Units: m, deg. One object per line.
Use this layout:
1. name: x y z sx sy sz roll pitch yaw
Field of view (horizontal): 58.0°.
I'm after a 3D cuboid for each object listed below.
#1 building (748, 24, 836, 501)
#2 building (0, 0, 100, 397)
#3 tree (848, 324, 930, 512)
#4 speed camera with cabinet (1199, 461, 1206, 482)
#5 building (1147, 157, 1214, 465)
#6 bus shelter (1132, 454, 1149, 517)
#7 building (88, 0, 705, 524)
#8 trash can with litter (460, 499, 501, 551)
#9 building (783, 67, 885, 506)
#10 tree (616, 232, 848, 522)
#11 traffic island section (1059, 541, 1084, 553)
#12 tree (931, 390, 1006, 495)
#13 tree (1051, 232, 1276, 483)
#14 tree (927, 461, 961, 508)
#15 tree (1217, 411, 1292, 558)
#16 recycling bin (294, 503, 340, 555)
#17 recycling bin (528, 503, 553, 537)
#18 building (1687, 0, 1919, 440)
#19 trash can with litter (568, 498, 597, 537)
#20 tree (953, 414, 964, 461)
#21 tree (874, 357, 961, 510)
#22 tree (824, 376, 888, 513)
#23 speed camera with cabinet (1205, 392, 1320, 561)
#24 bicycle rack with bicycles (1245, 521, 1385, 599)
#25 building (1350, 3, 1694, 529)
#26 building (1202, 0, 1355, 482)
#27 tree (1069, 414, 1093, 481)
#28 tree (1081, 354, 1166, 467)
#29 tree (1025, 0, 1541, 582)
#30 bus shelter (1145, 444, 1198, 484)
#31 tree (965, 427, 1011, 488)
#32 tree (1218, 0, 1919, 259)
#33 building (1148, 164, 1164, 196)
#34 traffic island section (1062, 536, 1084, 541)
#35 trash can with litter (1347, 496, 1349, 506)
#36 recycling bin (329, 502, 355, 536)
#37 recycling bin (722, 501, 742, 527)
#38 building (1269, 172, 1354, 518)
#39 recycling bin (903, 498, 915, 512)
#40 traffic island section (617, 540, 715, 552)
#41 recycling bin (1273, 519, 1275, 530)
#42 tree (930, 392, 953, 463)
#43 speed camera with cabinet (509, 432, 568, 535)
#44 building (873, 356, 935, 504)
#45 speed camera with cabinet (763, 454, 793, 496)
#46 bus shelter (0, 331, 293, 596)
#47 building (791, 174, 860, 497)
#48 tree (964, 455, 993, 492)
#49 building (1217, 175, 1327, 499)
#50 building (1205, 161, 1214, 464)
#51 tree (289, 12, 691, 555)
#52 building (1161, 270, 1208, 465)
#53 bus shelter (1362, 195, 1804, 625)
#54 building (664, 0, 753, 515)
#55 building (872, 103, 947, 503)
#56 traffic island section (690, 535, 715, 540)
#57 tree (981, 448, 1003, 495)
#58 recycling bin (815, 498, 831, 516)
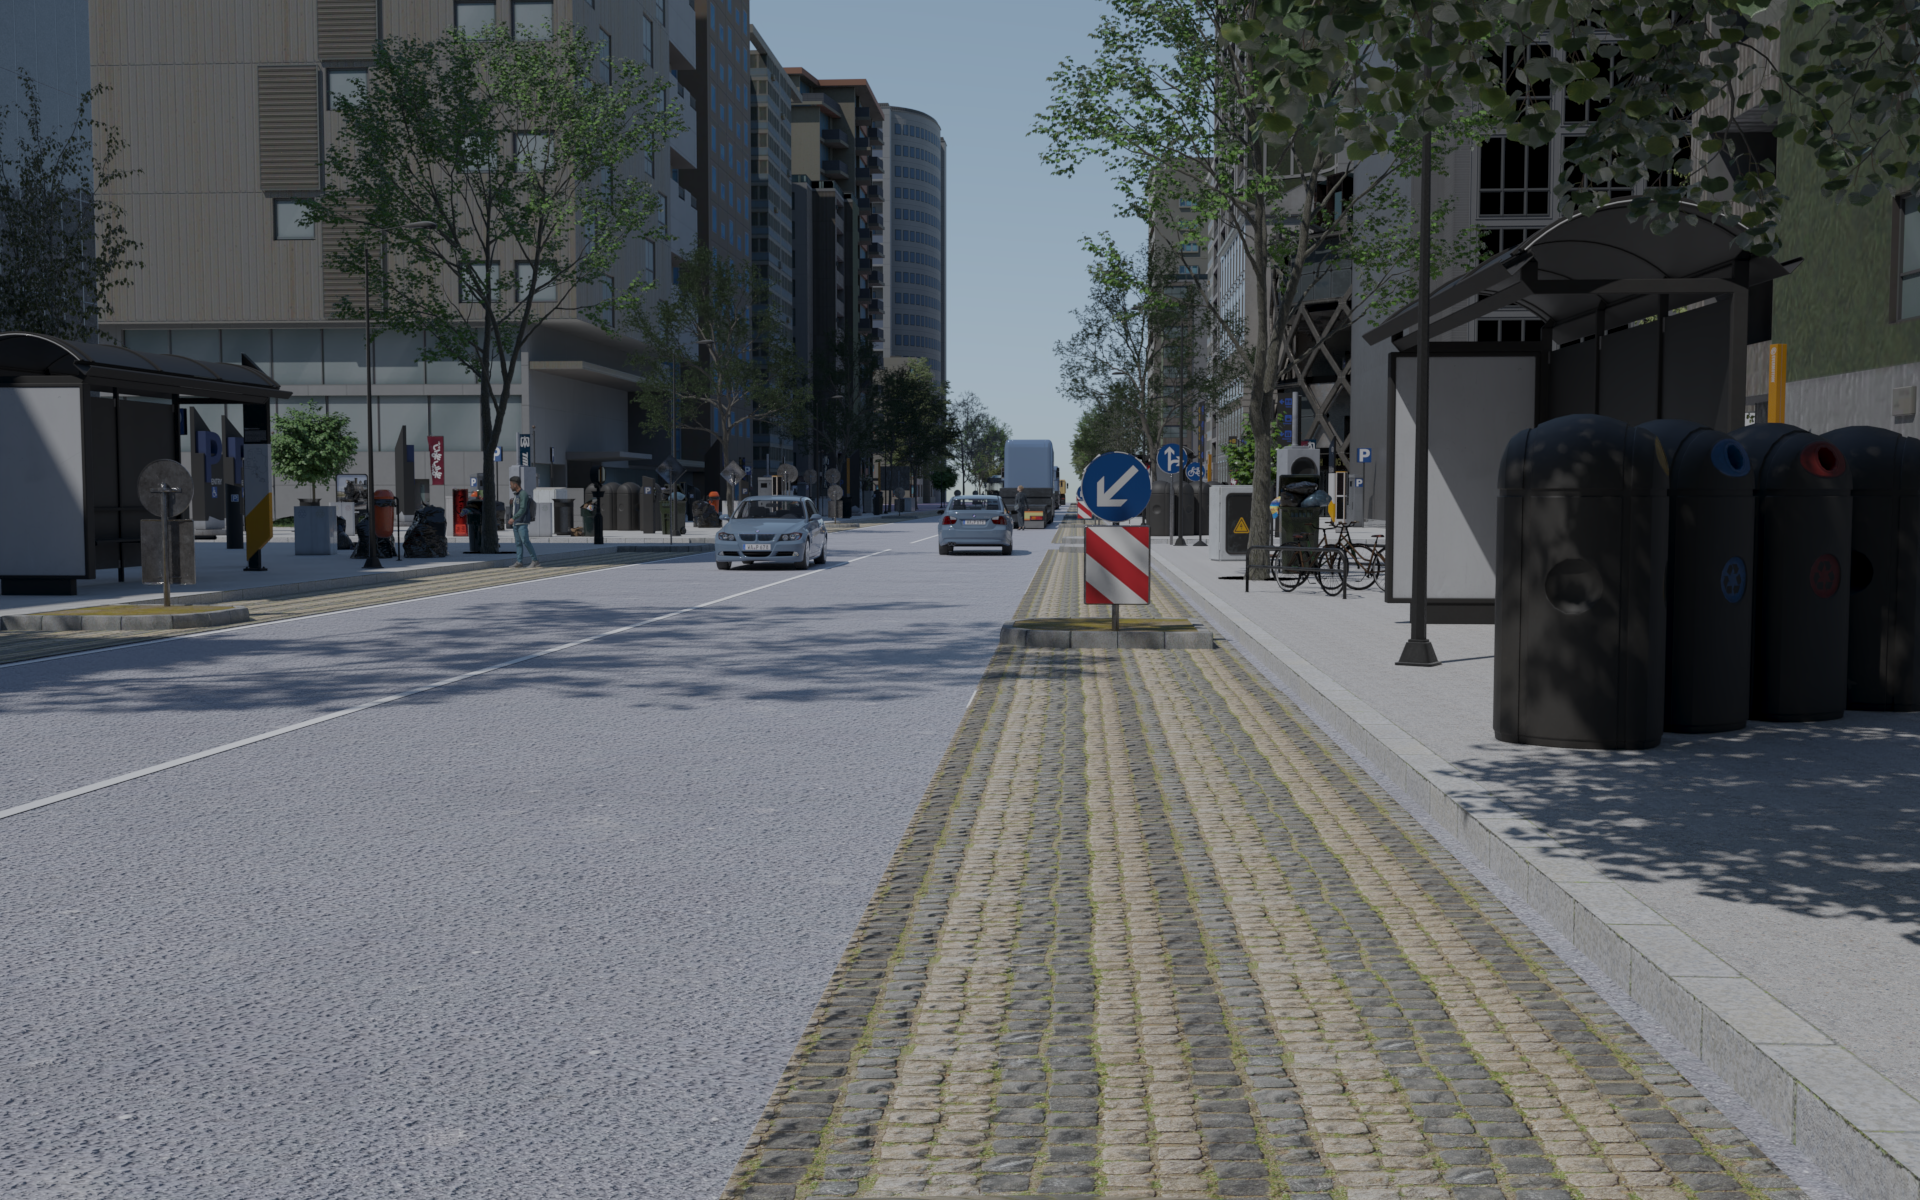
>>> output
1. building: -26.698 -27.405 139.960 32.217 40.220 23.993 0 4 4
2. building: -28.369 -12.995 30.491 19.932 24.808 12.078 0 4 4
3. tree: -6.609 -9.694 92.910 8.767 10.594 7.601 -1 4 -9
4. speed camera with cabinet: 15.517 -6.781 105.209 2.038 3.252 0.660 0 4 -8
5. building: 37.636 -37.976 244.611 21.300 48.544 21.600 0 4 4
6. bus shelter: 10.120 -6.714 101.061 1.731 3.624 6.357 0 4 4
7. building: -28.655 -30.363 85.670 28.713 52.752 27.495 0 4 4
8. trash can with litter: -10.746 -1.682 38.885 0.624 1.170 1.055 0 4 6
9. building: -19.641 -32.178 180.741 22.147 44.769 28.867 0 4 4
10. tree: -8.562 -7.820 62.268 7.601 10.594 8.767 0 4 5
11. traffic island section: 3.481 -1.277 43.152 2.009 0.180 2.903 0 4 4
12. tree: 0.567 -17.858 202.348 12.009 13.543 11.850 0 3 0
13. tree: 7.014 -7.744 61.027 8.767 10.594 7.601 1 4 17
14. tree: -1.571 -11.047 164.328 4.285 4.588 4.351 0 3 0
15. tree: 5.953 -2.485 35.233 1.663 3.219 1.824 0 3 0
16. recycling bin: -13.609 -1.470 36.585 0.722 1.027 0.722 0 4 -7
17. recycling bin: -12.535 -2.392 51.669 0.722 1.027 0.722 -1 4 -12
18. building: 19.097 -15.579 26.423 14.160 30.474 14.107 0 4 4
19. trash can with litter: -11.304 -2.481 51.952 1.055 1.170 0.624 2 4 25
20. tree: -3.304 -12.186 133.658 8.767 10.594 7.601 2 4 29
21. tree: -3.700 -13.754 143.001 7.486 12.596 7.792 0 3 0
22. tree: -6.292 -9.591 107.179 4.360 8.622 3.978 0 3 0
23. speed camera with cabinet: 5.862 -2.385 33.333 2.038 3.252 0.660 -1 4 -12
24. bicycle rack with bicycles: 4.991 -0.559 22.528 2.852 0.926 2.925 -2 4 -31
25. building: 27.622 -16.524 63.674 24.014 27.812 14.314 0 4 4
26. building: 31.768 -43.912 156.213 20.563 71.187 20.611 0 4 4
27. tree: 18.380 -19.648 239.364 7.486 12.596 7.792 0 3 0
28. tree: 8.746 -8.554 90.228 4.360 8.622 3.978 0 3 0
29. tree: 4.516 -6.091 25.351 9.928 11.665 9.643 0 3 0
30. bus shelter: 8.865 -4.835 72.977 2.014 3.302 5.546 0 4 4
31. tree: 5.490 -22.471 284.409 9.611 12.733 9.660 0 3 0
32. tree: 3.664 -5.967 4.224 9.857 13.997 8.962 0 3 0
33. building: 43.383 -41.555 268.656 28.713 52.752 27.495 0 4 4
34. traffic island section: 4.013 -1.764 51.119 2.009 0.180 2.903 0 4 4
35. trash can with litter: 20.019 -4.772 89.403 0.624 1.170 1.055 2 4 28
36. recycling bin: -18.882 -2.468 52.906 0.722 1.027 0.722 -1 4 -20
37. recycling bin: -8.355 -3.171 64.407 0.722 1.027 0.722 2 4 25
38. building: 25.885 -14.093 97.875 16.820 18.784 16.811 0 4 4
39. recycling bin: -3.699 -6.860 124.711 0.722 1.027 0.722 1 4 22
40. traffic island section: -7.336 -1.321 43.876 2.009 0.180 2.903 0 4 4
41. recycling bin: 11.193 -2.954 60.856 0.722 1.027 0.722 -1 4 -18
42. tree: -4.595 -11.377 120.422 7.601 10.594 8.767 0 4 -2
43. speed camera with cabinet: -13.501 -3.738 55.454 2.038 3.252 0.660 2 4 31
44. building: -18.285 -23.807 234.280 27.650 21.520 28.899 0 4 4
45. speed camera with cabinet: -8.932 -5.546 85.019 0.660 3.252 2.038 -3 4 -36
46. bus shelter: -11.568 -1.860 24.339 2.014 3.302 5.546 0 4 4
47. building: -17.064 -23.698 159.164 14.160 30.474 14.107 0 4 4
48. tree: 2.439 -17.448 235.641 4.360 8.622 3.978 0 3 0
49. building: 22.803 -16.328 116.117 9.793 20.994 18.267 0 4 4
50. building: 38.544 -29.851 179.943 32.217 40.220 23.993 0 4 4
51. tree: -9.958 -6.802 36.973 9.928 11.665 9.643 0 3 0
52. building: 33.356 -27.861 227.232 14.160 30.474 14.107 0 4 4
53. bus shelter: 4.830 -1.259 14.501 2.014 3.302 5.546 0 4 4
54. building: -21.947 -28.391 114.308 14.600 45.320 14.200 0 4 4
55. building: -13.531 -44.000 261.400 21.231 58.520 28.212 0 4 4
56. traffic island section: -6.804 -1.808 51.844 2.009 0.180 2.903 0 4 4
57. tree: 3.881 -18.283 249.295 4.737 8.622 4.395 0 3 0
58. recycling bin: -7.883 -5.331 99.718 0.722 1.027 0.722 -2 4 -28
